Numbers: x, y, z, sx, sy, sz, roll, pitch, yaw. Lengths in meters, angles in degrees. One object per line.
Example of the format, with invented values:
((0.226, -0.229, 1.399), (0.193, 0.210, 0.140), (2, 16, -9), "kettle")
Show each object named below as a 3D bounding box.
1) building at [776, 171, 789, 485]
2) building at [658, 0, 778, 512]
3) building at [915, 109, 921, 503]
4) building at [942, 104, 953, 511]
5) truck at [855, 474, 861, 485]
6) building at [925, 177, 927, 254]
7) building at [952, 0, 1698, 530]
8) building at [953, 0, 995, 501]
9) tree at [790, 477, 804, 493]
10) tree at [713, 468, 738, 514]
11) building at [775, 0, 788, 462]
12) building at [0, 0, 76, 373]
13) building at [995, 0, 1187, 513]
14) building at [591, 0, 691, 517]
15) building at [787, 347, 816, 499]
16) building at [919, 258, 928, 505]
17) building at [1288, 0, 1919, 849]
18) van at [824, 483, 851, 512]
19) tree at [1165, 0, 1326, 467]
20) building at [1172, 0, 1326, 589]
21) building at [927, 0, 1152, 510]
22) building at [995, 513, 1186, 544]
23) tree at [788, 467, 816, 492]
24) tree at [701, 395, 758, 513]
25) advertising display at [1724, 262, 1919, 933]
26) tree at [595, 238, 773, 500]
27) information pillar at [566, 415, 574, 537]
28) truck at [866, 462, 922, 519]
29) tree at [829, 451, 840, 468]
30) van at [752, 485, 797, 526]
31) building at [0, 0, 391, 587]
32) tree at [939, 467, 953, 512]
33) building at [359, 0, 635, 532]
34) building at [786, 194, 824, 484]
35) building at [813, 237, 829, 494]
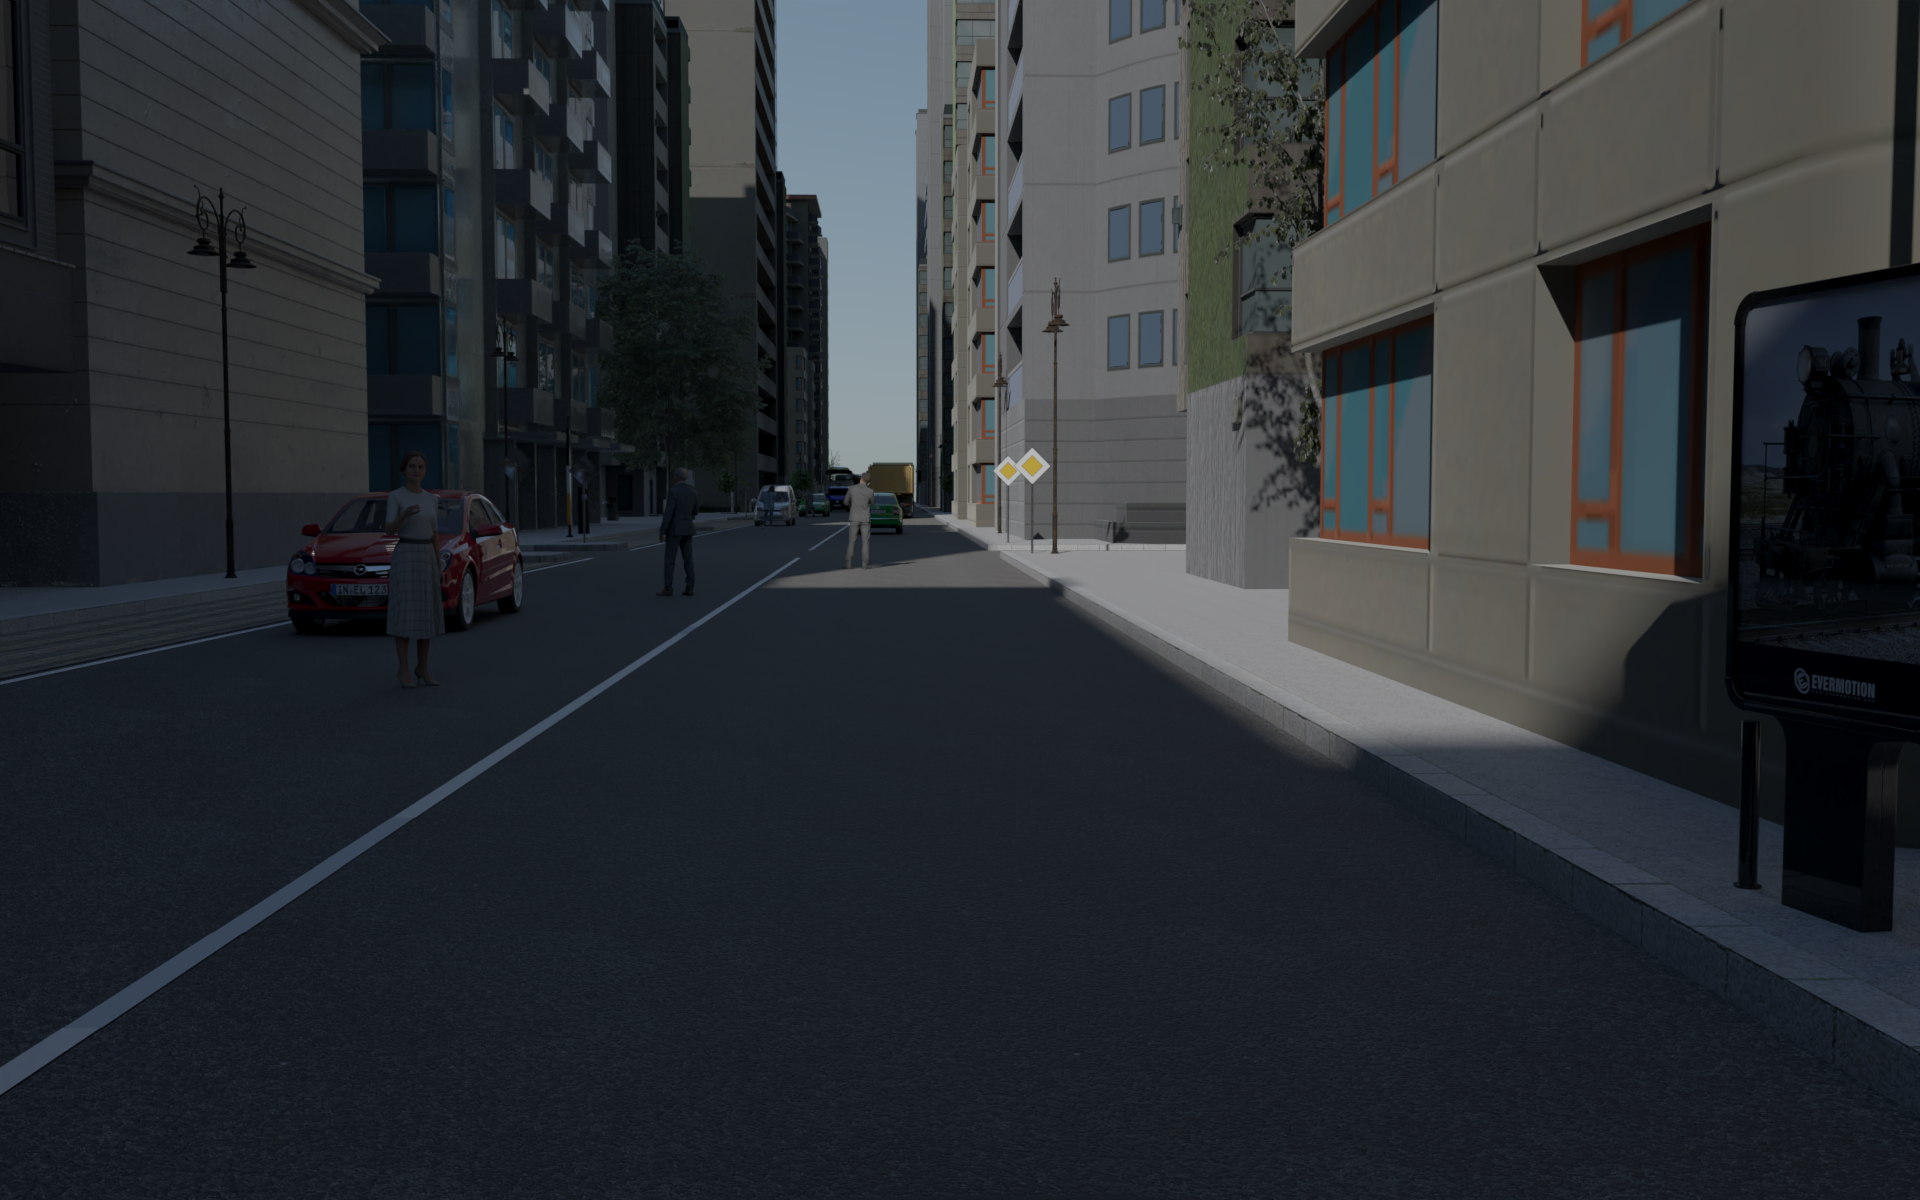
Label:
((-22.234, -23.030, 148.235), (14.160, 30.474, 14.107), (0, 4, -2), "building")
((-25.180, -30.950, 129.742), (21.300, 48.544, 21.600), (0, 4, -2), "building")
((3.776, -44.247, 265.444), (21.231, 58.520, 28.212), (0, 4, -2), "building")
((5.571, -22.037, 132.002), (14.160, 30.474, 14.107), (0, 4, -2), "building")
((-11.067, -10.766, 171.941), (3.469, 3.379, 9.791), (0, 4, -2), "truck")
((6.449, -37.686, 235.769), (23.786, 49.044, 30.456), (0, 4, -2), "building")
((13.902, -14.433, 81.023), (27.650, 21.520, 28.899), (0, 4, -2), "building")
((6.496, -26.283, 113.316), (14.154, 41.232, 14.086), (0, 4, -2), "building")
((-17.979, -12.020, 191.123), (1.663, 3.219, 1.824), (0, 3, 0), "tree")
((-15.299, -7.236, 112.908), (1.663, 3.219, 1.824), (0, 3, 0), "tree")
((-27.929, -52.391, 169.258), (22.319, 86.520, 31.000), (0, 4, -2), "building")
((-17.757, -13.230, 9.818), (14.314, 27.812, 24.014), (0, 4, -2), "building")
((8.728, -37.333, 152.397), (21.231, 58.520, 28.212), (0, 4, -2), "building")
((-23.270, -20.062, 99.715), (14.160, 30.474, 14.107), (0, 4, -2), "building")
((-32.707, -22.791, 217.672), (27.650, 21.520, 28.899), (0, 4, -2), "building")
((1.928, -26.993, 213.041), (14.160, 30.474, 14.107), (0, 4, -2), "building")
((17.216, -9.513, 0.570), (27.650, 21.520, 28.899), (0, 4, -2), "building")
((-9.794, -8.303, 140.132), (2.240, 2.365, 5.245), (0, 4, -1), "van")
((3.981, -4.103, 17.442), (4.360, 8.622, 3.978), (0, 3, 0), "tree")
((10.599, -15.769, 29.520), (14.160, 30.474, 14.107), (0, 4, -2), "building")
((7.065, -39.097, 181.240), (21.231, 58.520, 28.212), (0, 4, -2), "building")
((15.655, -31.222, 52.487), (28.212, 58.520, 21.231), (0, 4, -2), "building")
((-17.831, -12.900, 194.625), (4.285, 4.588, 4.351), (0, 3, 0), "tree")
((-15.381, -10.158, 116.447), (4.737, 8.622, 4.395), (0, 3, 0), "tree")
((2.650, 0.002, 5.186), (0.123, 1.923, 0.974), (-1, 4, -11), "advertising display")
((-14.358, -11.010, 86.664), (9.857, 13.997, 8.962), (0, 3, 0), "tree")
((-11.561, -3.660, 51.193), (0.183, 3.616, 0.504), (0, 4, -7), "information pillar")
((-4.071, -6.629, 104.307), (3.469, 3.379, 9.791), (0, 4, -1), "truck")
((-20.809, -20.144, 279.718), (4.360, 8.622, 3.978), (0, 3, 0), "tree")
((-8.375, -4.379, 78.608), (2.013, 2.044, 4.112), (0, 4, -1), "van")
((-23.203, -14.784, 29.102), (23.554, 28.519, 14.401), (0, 4, -2), "building")
((-0.598, -7.913, 123.975), (1.663, 3.219, 1.824), (0, 3, 0), "tree")
((-25.130, -27.063, 62.092), (23.786, 49.044, 30.456), (0, 4, -2), "building")
((-30.834, -36.163, 245.881), (22.147, 44.769, 28.867), (0, 4, -2), "building")
((-27.595, -35.742, 267.982), (14.154, 41.232, 14.086), (0, 4, -2), "building")
